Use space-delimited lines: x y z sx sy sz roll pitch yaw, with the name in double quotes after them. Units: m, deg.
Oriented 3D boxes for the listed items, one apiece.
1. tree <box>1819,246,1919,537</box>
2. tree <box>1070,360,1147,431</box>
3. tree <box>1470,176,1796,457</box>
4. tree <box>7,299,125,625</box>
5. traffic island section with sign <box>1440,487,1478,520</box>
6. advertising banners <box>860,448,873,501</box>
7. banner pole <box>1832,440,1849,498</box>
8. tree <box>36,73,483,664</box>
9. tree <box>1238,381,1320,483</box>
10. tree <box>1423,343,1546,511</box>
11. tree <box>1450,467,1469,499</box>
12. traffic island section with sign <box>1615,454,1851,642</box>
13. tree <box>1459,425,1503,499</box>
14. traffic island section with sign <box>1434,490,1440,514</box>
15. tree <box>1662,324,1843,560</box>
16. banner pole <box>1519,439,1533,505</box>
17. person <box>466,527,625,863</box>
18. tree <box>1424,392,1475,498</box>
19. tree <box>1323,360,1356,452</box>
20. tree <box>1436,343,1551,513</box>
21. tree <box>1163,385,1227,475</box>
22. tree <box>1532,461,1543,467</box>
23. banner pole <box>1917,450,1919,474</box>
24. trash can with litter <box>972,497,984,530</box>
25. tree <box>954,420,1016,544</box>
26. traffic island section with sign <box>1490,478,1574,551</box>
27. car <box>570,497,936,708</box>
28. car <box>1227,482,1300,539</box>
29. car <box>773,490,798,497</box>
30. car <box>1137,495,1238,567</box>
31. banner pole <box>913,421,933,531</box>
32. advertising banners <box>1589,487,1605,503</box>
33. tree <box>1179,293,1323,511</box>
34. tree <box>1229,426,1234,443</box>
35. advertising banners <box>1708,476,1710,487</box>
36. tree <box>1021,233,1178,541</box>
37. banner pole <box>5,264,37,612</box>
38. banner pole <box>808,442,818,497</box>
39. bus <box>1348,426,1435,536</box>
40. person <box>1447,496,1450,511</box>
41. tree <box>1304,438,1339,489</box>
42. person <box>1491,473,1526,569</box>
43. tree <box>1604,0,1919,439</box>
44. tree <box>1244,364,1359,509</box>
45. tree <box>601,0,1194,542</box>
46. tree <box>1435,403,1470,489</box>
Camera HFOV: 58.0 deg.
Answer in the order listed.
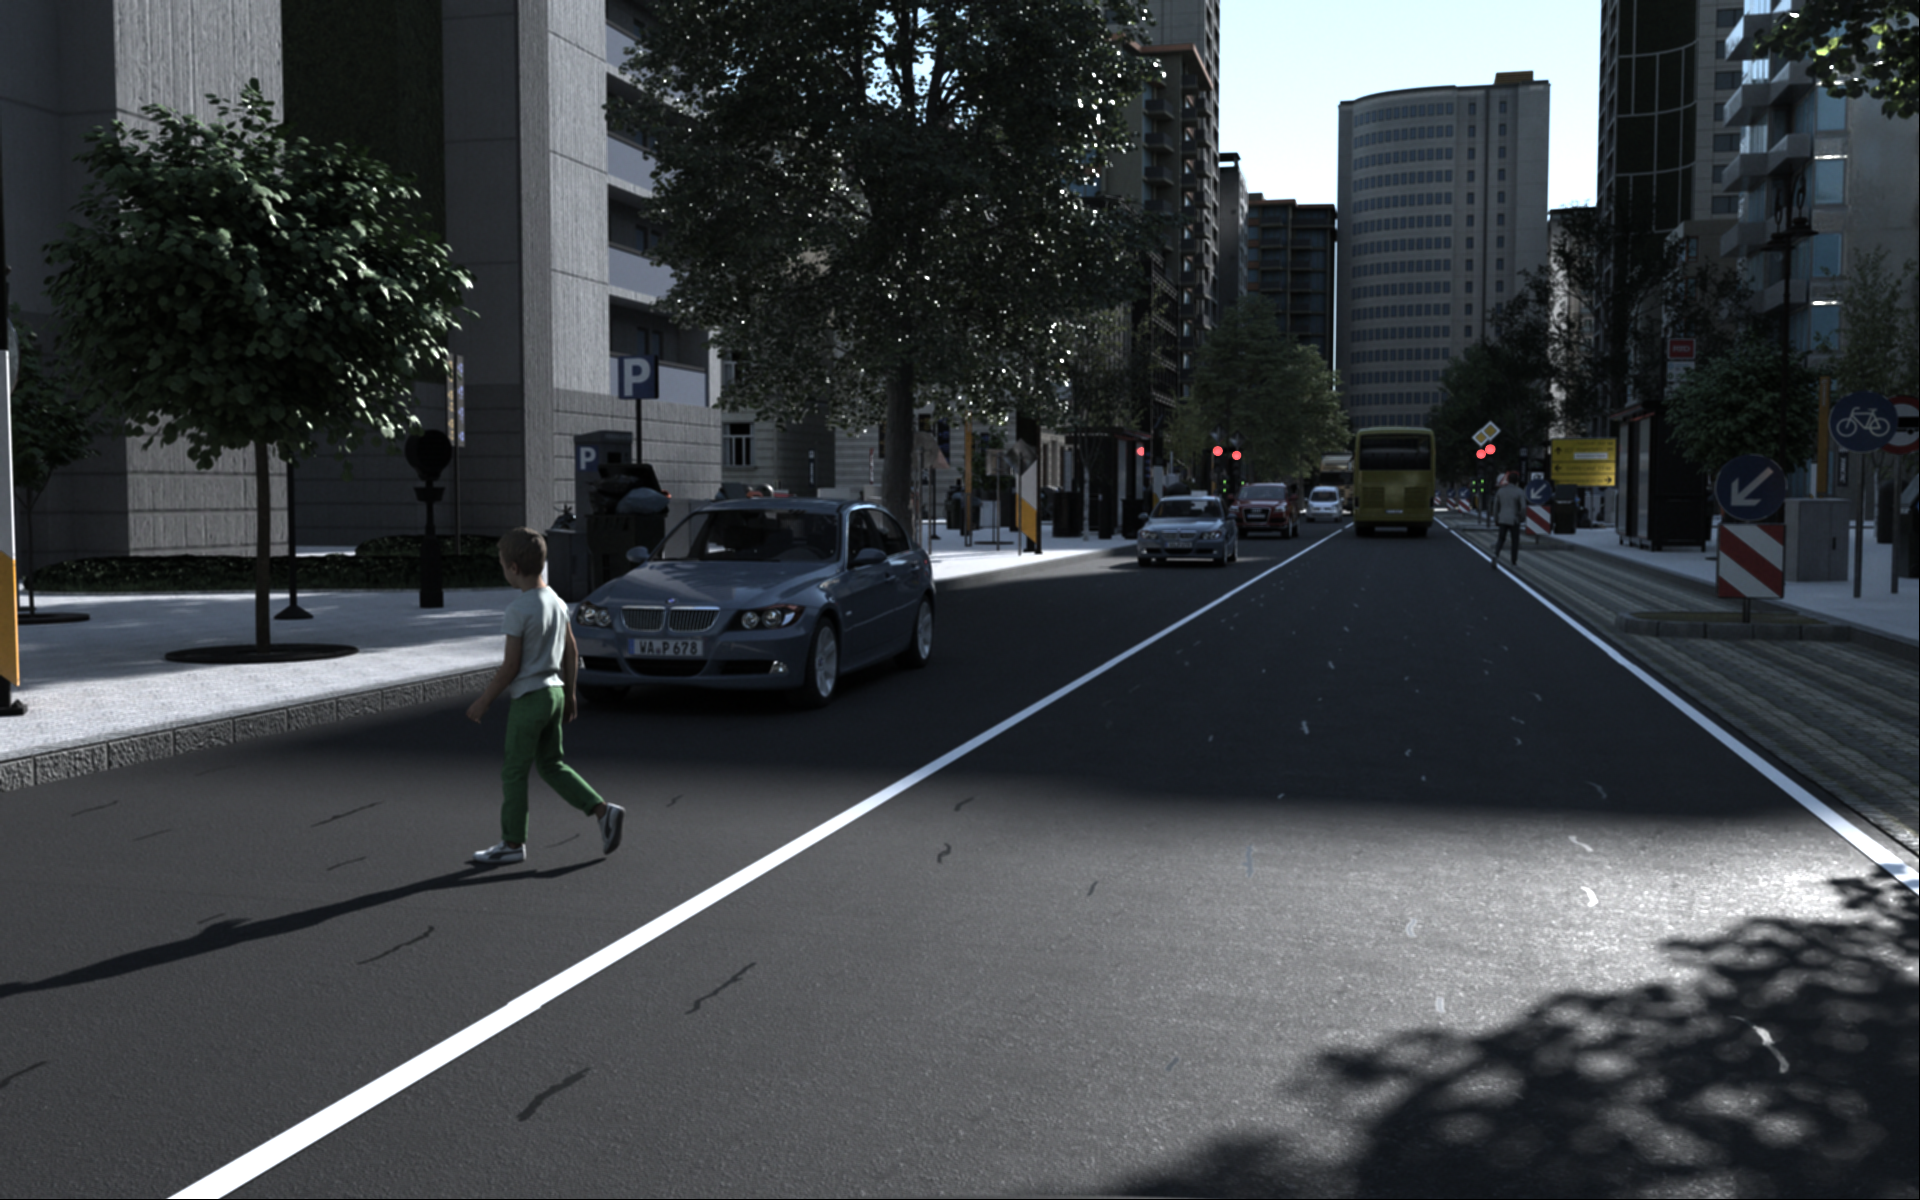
27.191 -6.155 50.999 4.737 8.622 4.395 0 3 0 "tree"
7.977 -8.901 95.890 4.737 8.622 4.395 0 3 0 "tree"
19.542 -7.075 50.090 8.767 10.594 7.601 1 4 18 "tree"
-9.488 -1.392 17.357 1.663 3.219 1.824 0 3 0 "tree"
28.339 -5.457 97.853 1.989 1.847 2.006 1 4 14 "traffic island section with sign"
-3.485 -4.212 65.059 0.090 3.025 2.074 1 4 11 "advertising banners"
35.998 -4.948 70.919 0.863 3.779 0.401 0 4 -7 "banner pole"
-5.509 -1.827 13.587 4.285 4.588 4.351 0 3 0 "tree"
20.075 -9.713 109.163 4.737 8.622 4.395 0 3 0 "tree"
40.002 -13.143 131.891 9.611 12.733 9.660 0 3 0 "tree"
58.591 -15.493 203.677 4.360 8.622 3.978 0 3 0 "tree"
7.886 -0.565 17.872 1.989 1.847 2.006 1 4 14 "traffic island section with sign"
51.817 -13.821 176.336 4.737 8.622 4.395 0 3 0 "tree"
35.108 -7.074 124.286 1.989 1.847 2.006 1 4 14 "traffic island section with sign"
15.391 -3.052 33.608 4.285 4.588 4.351 0 3 0 "tree"
25.819 -5.441 78.978 0.863 3.779 0.401 -1 4 -20 "banner pole"
-1.611 0.368 6.739 0.590 1.304 0.306 0 4 0 "person"
54.830 -16.757 192.107 7.486 12.596 7.792 0 3 0 "tree"
25.850 -12.992 130.546 7.486 12.596 7.792 0 3 0 "tree"
35.642 -11.618 115.705 9.928 11.665 9.643 0 3 0 "tree"
14.852 -10.051 114.697 4.737 8.622 4.395 0 3 0 "tree"
47.593 -9.548 139.820 4.285 4.588 4.351 0 3 0 "tree"
39.901 -5.011 71.949 0.863 3.779 0.401 -2 4 -32 "banner pole"
0.505 -3.064 61.486 0.624 1.170 1.055 0 4 6 "trash can with litter"
0.885 -3.063 44.676 1.663 3.219 1.824 0 3 0 "tree"
14.769 -2.210 44.760 1.989 1.847 2.006 1 4 14 "traffic island section with sign"
-1.400 -0.076 13.247 2.014 1.417 4.499 1 4 13 "car"
10.020 -2.957 57.027 2.281 1.827 5.304 1 4 15 "car"
-9.147 -4.276 78.946 4.494 1.783 2.155 1 4 13 "car"
4.748 -1.452 35.743 2.014 1.417 4.499 1 4 13 "car"
-1.332 -4.246 59.435 0.863 3.779 0.401 0 4 -2 "banner pole"
37.940 -6.423 101.210 2.074 3.025 0.090 2 4 26 "advertising banners"
16.199 -11.024 98.369 7.486 12.596 7.792 0 3 0 "tree"
18.962 -11.257 134.415 4.737 8.622 4.395 0 3 0 "tree"
60.008 -8.649 137.606 2.074 3.025 0.090 0 4 -3 "advertising banners"
3.694 -5.919 47.143 4.360 8.622 3.978 0 3 0 "tree"
-10.518 -1.781 19.131 0.401 3.779 0.863 -2 4 -35 "banner pole"
-7.060 -5.723 83.591 0.401 3.779 0.863 2 4 31 "banner pole"
15.322 -4.293 61.739 2.896 3.916 12.252 1 4 12 "bus"
41.916 -8.540 148.816 0.721 1.739 1.217 1 4 11 "person"
38.570 -14.263 183.564 4.360 8.622 3.978 0 3 0 "tree"
10.497 -1.516 33.139 0.661 1.843 0.795 3 5 41 "person"
9.025 -6.309 9.800 9.857 13.997 8.962 0 3 0 "tree"
29.174 -14.147 148.310 9.611 12.733 9.660 0 3 0 "tree"
-0.974 -7.410 27.812 9.857 13.997 8.962 0 3 0 "tree"
28.810 -9.369 87.599 7.601 10.594 8.767 -2 4 -31 "tree"
